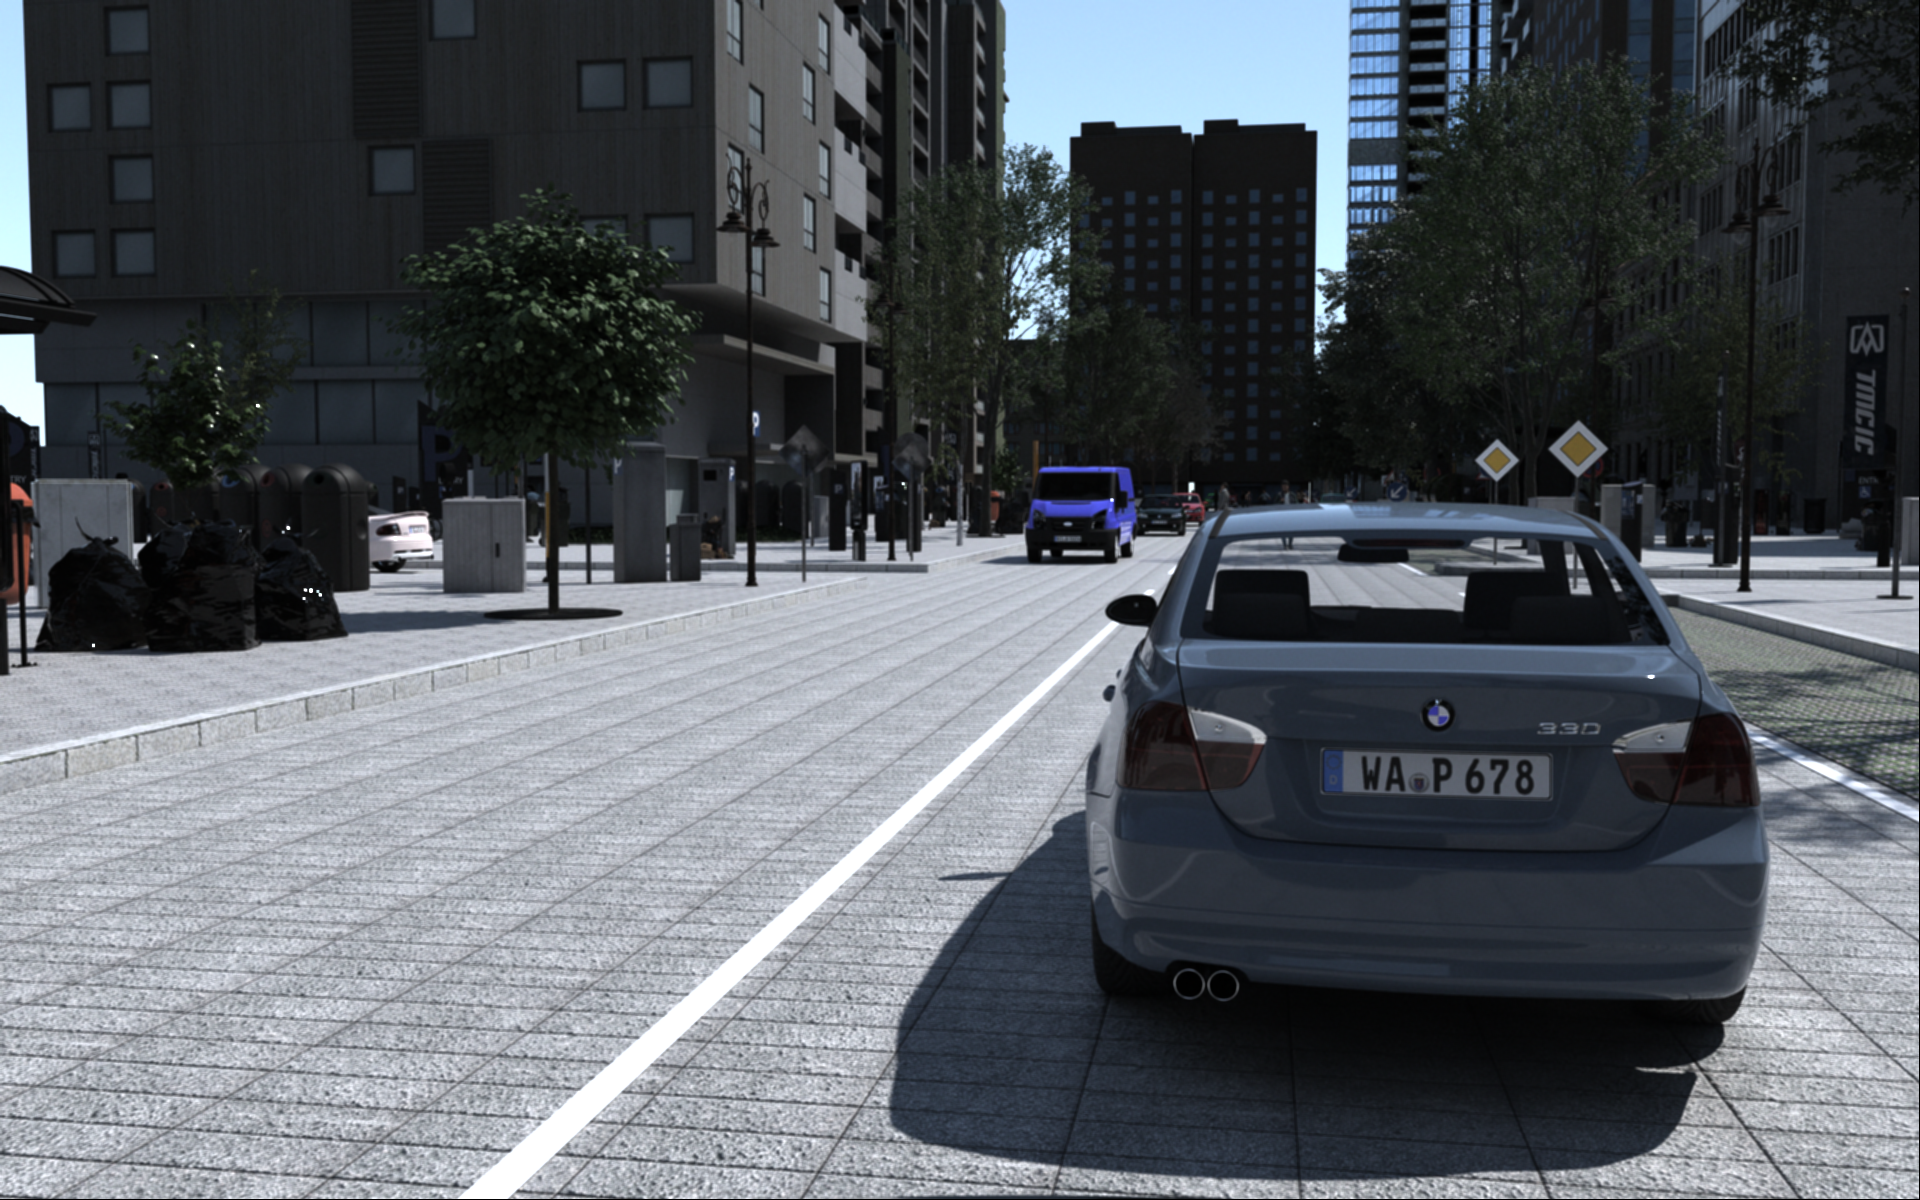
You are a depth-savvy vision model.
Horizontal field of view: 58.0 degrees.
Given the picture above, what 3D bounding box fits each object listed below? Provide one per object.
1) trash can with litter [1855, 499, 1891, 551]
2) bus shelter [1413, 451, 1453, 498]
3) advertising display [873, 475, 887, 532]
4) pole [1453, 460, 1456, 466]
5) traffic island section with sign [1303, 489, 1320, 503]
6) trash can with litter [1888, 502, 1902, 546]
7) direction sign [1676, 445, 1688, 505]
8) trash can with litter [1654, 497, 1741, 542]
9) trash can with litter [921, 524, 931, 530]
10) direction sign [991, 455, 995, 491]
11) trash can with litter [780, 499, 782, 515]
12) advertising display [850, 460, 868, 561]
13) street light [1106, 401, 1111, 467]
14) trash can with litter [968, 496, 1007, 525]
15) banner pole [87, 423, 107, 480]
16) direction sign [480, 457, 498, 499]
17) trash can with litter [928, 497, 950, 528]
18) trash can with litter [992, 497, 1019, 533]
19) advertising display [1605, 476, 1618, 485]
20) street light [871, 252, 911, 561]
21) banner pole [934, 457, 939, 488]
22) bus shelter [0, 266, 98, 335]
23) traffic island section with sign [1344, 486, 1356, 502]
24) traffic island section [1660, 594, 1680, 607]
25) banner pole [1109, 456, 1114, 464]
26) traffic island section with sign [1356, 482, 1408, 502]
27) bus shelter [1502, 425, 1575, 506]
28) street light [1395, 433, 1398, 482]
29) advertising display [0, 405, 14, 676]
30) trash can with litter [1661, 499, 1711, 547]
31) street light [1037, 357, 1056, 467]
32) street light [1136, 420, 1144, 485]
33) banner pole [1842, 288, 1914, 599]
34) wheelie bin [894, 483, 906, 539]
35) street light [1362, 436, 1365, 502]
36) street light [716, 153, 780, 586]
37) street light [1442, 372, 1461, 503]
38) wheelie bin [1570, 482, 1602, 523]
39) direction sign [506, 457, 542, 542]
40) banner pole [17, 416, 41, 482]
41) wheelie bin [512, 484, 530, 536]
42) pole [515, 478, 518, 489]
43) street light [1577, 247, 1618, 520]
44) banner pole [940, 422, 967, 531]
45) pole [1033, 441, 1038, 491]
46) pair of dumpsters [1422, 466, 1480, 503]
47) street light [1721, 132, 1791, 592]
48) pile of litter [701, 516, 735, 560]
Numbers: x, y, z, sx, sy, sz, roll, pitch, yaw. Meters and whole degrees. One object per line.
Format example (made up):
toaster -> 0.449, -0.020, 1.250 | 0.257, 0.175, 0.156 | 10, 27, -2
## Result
trash can with litter -> 20.464, -1.691, 39.037 | 0.624, 1.170, 1.055 | 0, 4, 7
bus shelter -> 25.850, -6.336, 94.873 | 1.731, 3.624, 6.357 | 1, 4, 10
advertising display -> -2.711, -3.272, 58.708 | 0.123, 1.923, 0.974 | -2, 4, -25
pole -> 29.706, -6.751, 104.225 | 0.158, 3.312, 0.155 | 0, 3, 0
traffic island section with sign -> 27.060, -7.578, 132.524 | 1.989, 1.847, 2.006 | 1, 4, 10
trash can with litter -> 22.387, -1.799, 40.795 | 1.055, 1.170, 0.624 | -3, 5, -43
direction sign -> 33.749, -5.444, 80.998 | 0.379, 3.537, 0.876 | -1, 4, -12
trash can with litter -> 19.980, -2.196, 46.956 | 2.233, 1.210, 1.678 | 3, 4, 39
trash can with litter -> -1.495, -3.125, 62.156 | 1.678, 1.210, 2.233 | 0, 4, 2
direction sign -> 1.939, -6.692, 101.403 | 0.379, 3.537, 0.876 | -1, 4, -14
trash can with litter -> -6.229, -2.746, 56.283 | 0.624, 1.170, 1.055 | 3, 5, 41
advertising display -> -1.949, -1.723, 33.382 | 0.123, 1.923, 0.974 | -1, 4, -16
street light -> 6.903, -6.631, 81.201 | 0.468, 5.910, 1.993 | 1, 4, 10
trash can with litter -> 1.410, -3.662, 70.934 | 2.233, 1.210, 1.678 | 2, 4, 30
banner pole -> -30.187, -4.328, 60.775 | 0.863, 3.779, 0.401 | 0, 4, 5
direction sign -> -13.225, -3.513, 49.430 | 0.876, 3.537, 0.379 | -1, 4, -11
trash can with litter -> -0.816, -3.361, 66.341 | 0.624, 1.170, 1.055 | 1, 4, 17
trash can with litter -> 1.500, -2.833, 57.711 | 1.055, 1.170, 0.624 | -2, 4, -26
advertising display -> 23.376, -3.485, 62.192 | 0.123, 1.923, 0.974 | 3, 5, 40
street light -> -1.319, -3.702, 33.308 | 0.468, 5.910, 1.993 | 1, 4, 10
banner pole -> -1.283, -6.835, 101.766 | 0.401, 3.779, 0.863 | -3, 5, -41
bus shelter -> -9.065, -1.153, 12.781 | 2.014, 3.302, 5.546 | 1, 4, 10
traffic island section with sign -> 18.537, -4.537, 82.810 | 1.989, 1.847, 2.006 | 1, 4, 10
traffic island section -> 8.340, -0.071, 23.438 | 2.009, 0.180, 2.903 | 1, 4, 10
banner pole -> 9.100, -6.982, 104.170 | 0.401, 3.779, 0.863 | -1, 4, -17
traffic island section with sign -> 13.949, -2.897, 55.993 | 1.989, 1.847, 2.006 | 1, 4, 10
bus shelter -> 20.391, -4.267, 61.053 | 1.731, 3.624, 6.357 | 1, 4, 10
street light -> 20.214, -6.572, 80.240 | 0.468, 5.910, 1.993 | 1, 4, 10
advertising display -> -7.195, -0.425, 12.169 | 0.974, 1.923, 0.123 | 0, 4, -8
trash can with litter -> 17.560, -1.866, 41.890 | 1.055, 1.170, 0.624 | 0, 4, 5
street light -> 2.840, -5.154, 57.054 | 0.468, 5.910, 1.993 | 1, 4, 10
street light -> 10.982, -8.098, 105.184 | 0.468, 5.910, 1.993 | 1, 4, 10
banner pole -> 11.278, -1.911, 21.262 | 0.863, 3.779, 0.401 | 2, 4, 28
wheelie bin -> -1.612, -2.522, 49.142 | 0.980, 1.594, 0.693 | -3, 4, -37
street light -> 24.269, -8.035, 104.158 | 0.468, 5.910, 1.993 | 1, 4, 10
street light -> -2.905, -3.130, 23.964 | 0.468, 5.910, 1.993 | 1, 4, 10
street light -> 15.994, -5.116, 56.435 | 0.468, 5.910, 1.993 | 1, 4, 10
wheelie bin -> 16.117, -2.241, 44.542 | 0.980, 1.594, 0.693 | -3, 5, -42
direction sign -> -11.536, -3.304, 46.010 | 0.876, 3.537, 0.379 | -2, 4, -28
banner pole -> -30.052, -4.027, 55.861 | 0.863, 3.779, 0.401 | 0, 4, -5
wheelie bin -> -13.171, -2.729, 52.524 | 0.980, 1.594, 0.693 | 1, 4, 14
pole -> -13.862, -3.697, 54.285 | 0.158, 3.312, 0.155 | 0, 3, 0
street light -> 11.972, -3.662, 32.665 | 0.468, 5.910, 1.993 | 1, 4, 10
banner pole -> -0.171, -4.278, 59.957 | 0.863, 3.779, 0.401 | -1, 4, -18
pole -> 2.891, -4.424, 66.169 | 0.158, 3.312, 0.155 | 0, 3, 0
pair of dumpsters -> 17.367, -3.594, 61.258 | 1.574, 2.255, 4.437 | 1, 4, 10
street light -> 10.325, -3.048, 22.616 | 0.468, 5.910, 1.993 | 1, 4, 10
pile of litter -> -5.135, -1.256, 34.501 | 1.176, 0.858, 1.719 | -2, 4, -24
